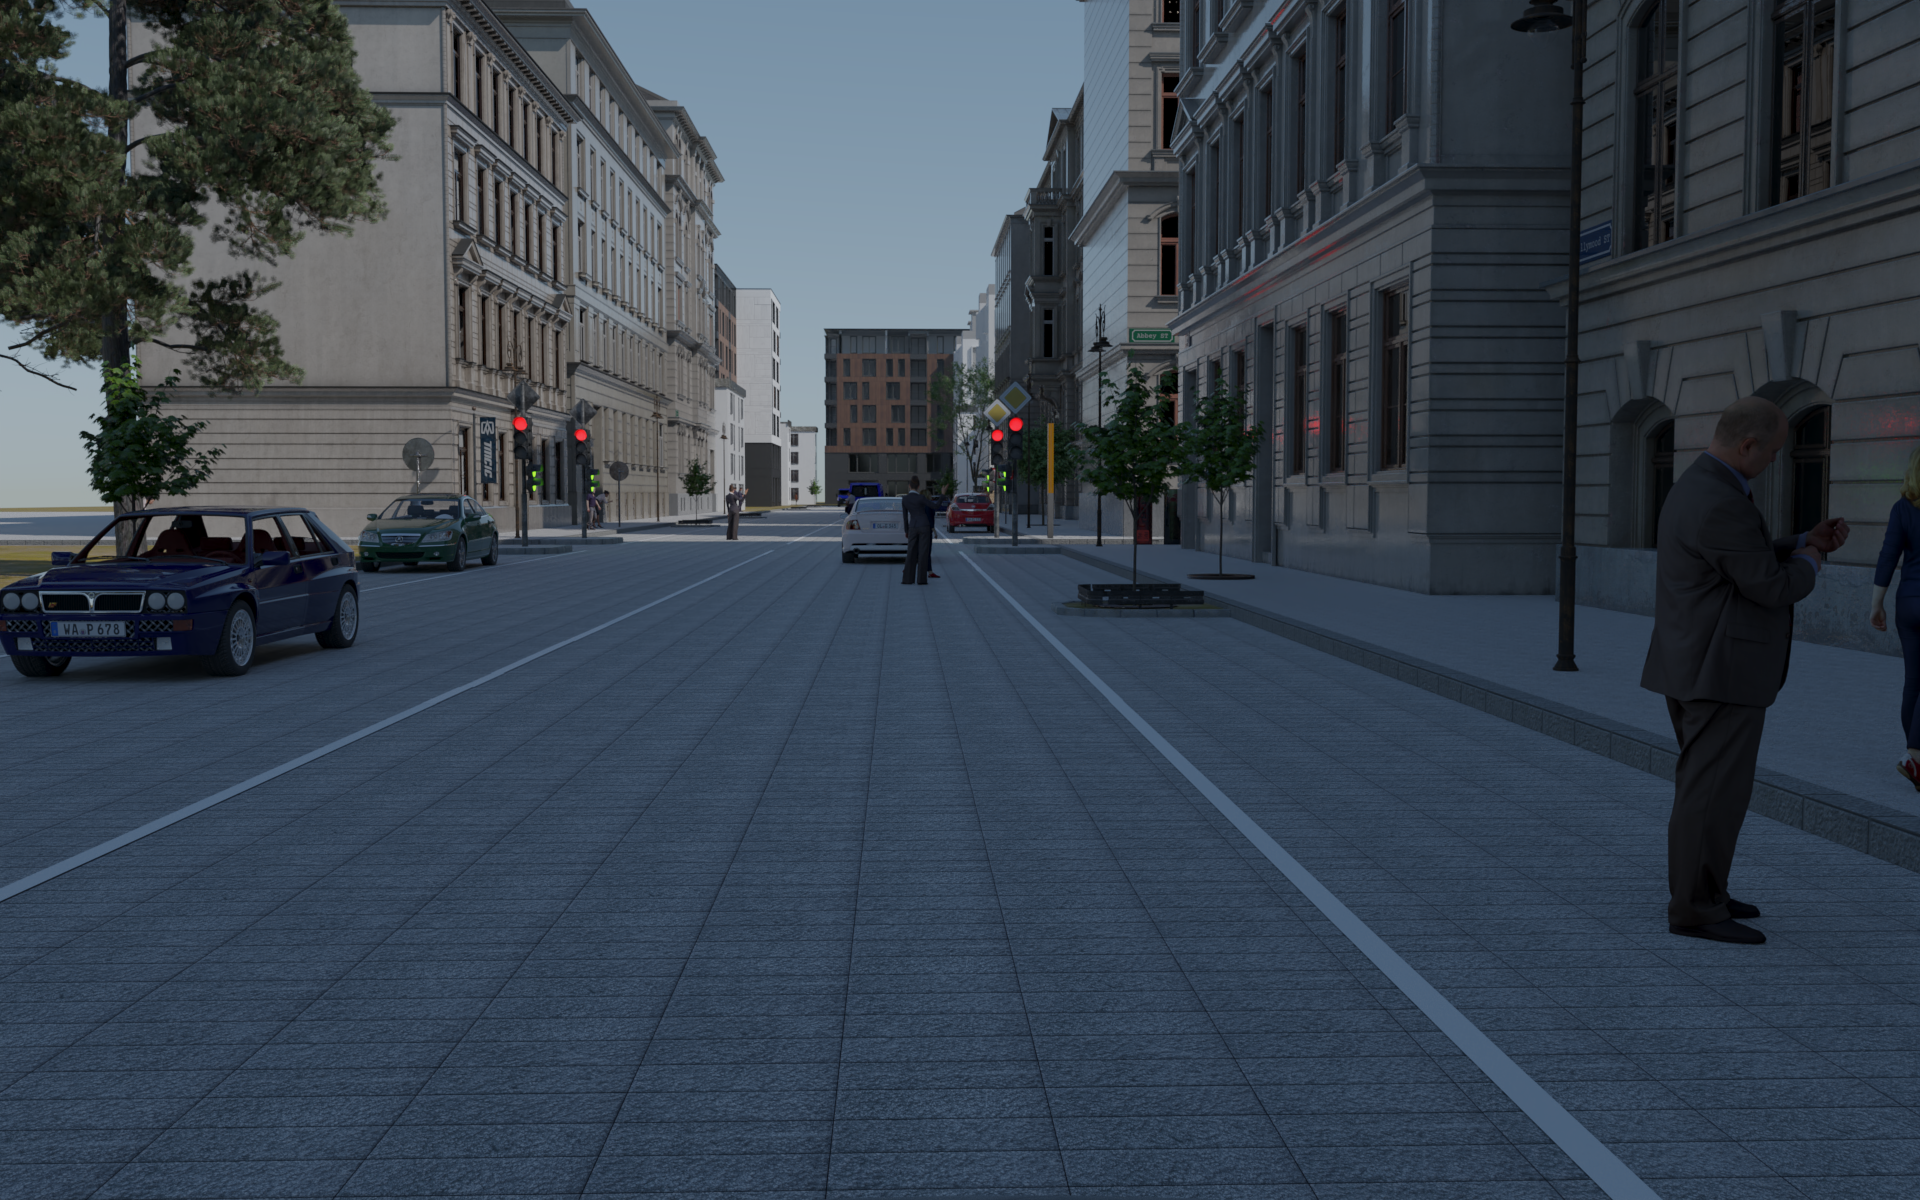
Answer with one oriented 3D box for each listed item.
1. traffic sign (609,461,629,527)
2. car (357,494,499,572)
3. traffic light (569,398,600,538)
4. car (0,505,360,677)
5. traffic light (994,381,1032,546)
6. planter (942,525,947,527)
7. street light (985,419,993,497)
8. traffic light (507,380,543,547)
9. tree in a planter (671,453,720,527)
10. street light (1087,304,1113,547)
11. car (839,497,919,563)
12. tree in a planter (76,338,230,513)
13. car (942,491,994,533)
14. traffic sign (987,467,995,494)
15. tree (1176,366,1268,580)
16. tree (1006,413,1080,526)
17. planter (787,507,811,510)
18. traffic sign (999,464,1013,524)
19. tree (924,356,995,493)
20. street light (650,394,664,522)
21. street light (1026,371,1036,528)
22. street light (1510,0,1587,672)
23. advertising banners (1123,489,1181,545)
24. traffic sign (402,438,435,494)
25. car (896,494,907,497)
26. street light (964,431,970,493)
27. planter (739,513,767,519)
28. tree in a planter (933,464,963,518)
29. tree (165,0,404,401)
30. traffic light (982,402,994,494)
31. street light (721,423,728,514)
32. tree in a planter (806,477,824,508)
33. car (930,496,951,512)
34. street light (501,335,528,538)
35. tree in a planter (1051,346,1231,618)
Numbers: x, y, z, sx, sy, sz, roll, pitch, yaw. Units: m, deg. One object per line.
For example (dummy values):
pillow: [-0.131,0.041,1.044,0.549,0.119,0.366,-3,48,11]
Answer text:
traffic sign: [-13.214,-4.100,67.140,0.768,2.556,0.104,0,4,1]
car: [-10.177,-1.322,33.408,2.131,1.459,4.920,0,4,-3]
traffic light: [-10.896,-3.728,50.200,0.839,4.213,0.868,0,4,-2]
car: [-6.522,-0.137,14.816,1.945,1.354,3.894,0,4,-1]
traffic light: [1.337,-3.266,42.652,0.839,4.213,0.868,0,4,-2]
planter: [0.237,-3.318,75.390,1.991,0.319,1.994,0,4,-2]
street light: [1.589,-7.472,94.949,0.468,5.910,1.993,0,4,-2]
traffic light: [-10.617,-3.240,42.220,0.839,4.213,0.868,0,4,-2]
tree in a planter: [-11.482,-4.777,75.329,1.991,3.239,1.994,0,4,-2]
street light: [3.410,-4.248,42.245,0.468,5.910,1.993,0,4,-2]
car: [-1.581,-1.532,37.405,2.083,1.381,4.827,0,4,-2]
tree in a planter: [-9.547,-1.392,19.983,1.991,3.239,1.994,0,4,-2]
car: [0.414,-3.428,65.086,2.155,1.783,4.494,0,4,-2]
traffic sign: [1.665,-5.038,82.475,0.768,2.556,0.104,0,4,0]
tree: [3.833,-1.937,26.274,1.663,3.219,1.824,0,3,0]
tree: [3.440,-5.322,70.733,4.285,4.588,4.351,0,3,0]
planter: [-14.183,-8.048,152.731,1.991,0.319,1.994,0,4,-2]
traffic sign: [1.961,-4.520,74.005,0.768,2.556,0.104,0,4,5]
tree: [1.093,-12.583,131.485,9.928,11.665,9.643,0,3,0]
street light: [-14.012,-6.572,80.243,0.468,5.910,1.993,0,4,-2]
street light: [2.593,-5.647,65.124,0.468,5.910,1.993,0,4,-2]
street light: [4.406,-2.424,12.419,0.468,5.910,1.993,0,4,-2]
advertising banners: [4.664,-2.914,43.828,2.074,3.025,0.090,0,4,4]
traffic sign: [-12.226,-2.384,39.086,0.768,2.556,0.104,0,4,8]
car: [-4.114,-7.238,128.573,2.015,1.641,3.980,0,4,-1]
street light: [0.522,-9.337,125.453,0.468,5.910,1.993,0,4,-2]
planter: [-12.428,-4.967,102.345,1.991,0.319,1.994,0,4,-2]
tree in a planter: [-0.726,-6.453,102.728,1.991,3.239,1.994,0,4,-2]
tree: [-12.574,-7.241,25.815,7.806,13.903,7.818,0,3,0]
traffic light: [1.058,-3.755,50.632,0.839,4.213,0.868,0,4,-2]
street light: [-15.054,-8.427,110.575,0.468,5.910,1.993,0,4,-2]
tree in a planter: [-15.127,-11.156,179.627,1.991,3.239,1.994,0,4,-2]
car: [-1.424,-6.419,117.537,1.945,1.354,3.894,0,4,-2]
street light: [-12.910,-4.745,50.373,0.468,5.910,1.993,0,4,-2]
tree in a planter: [2.131,-1.453,20.980,1.991,3.239,1.994,0,4,-2]
